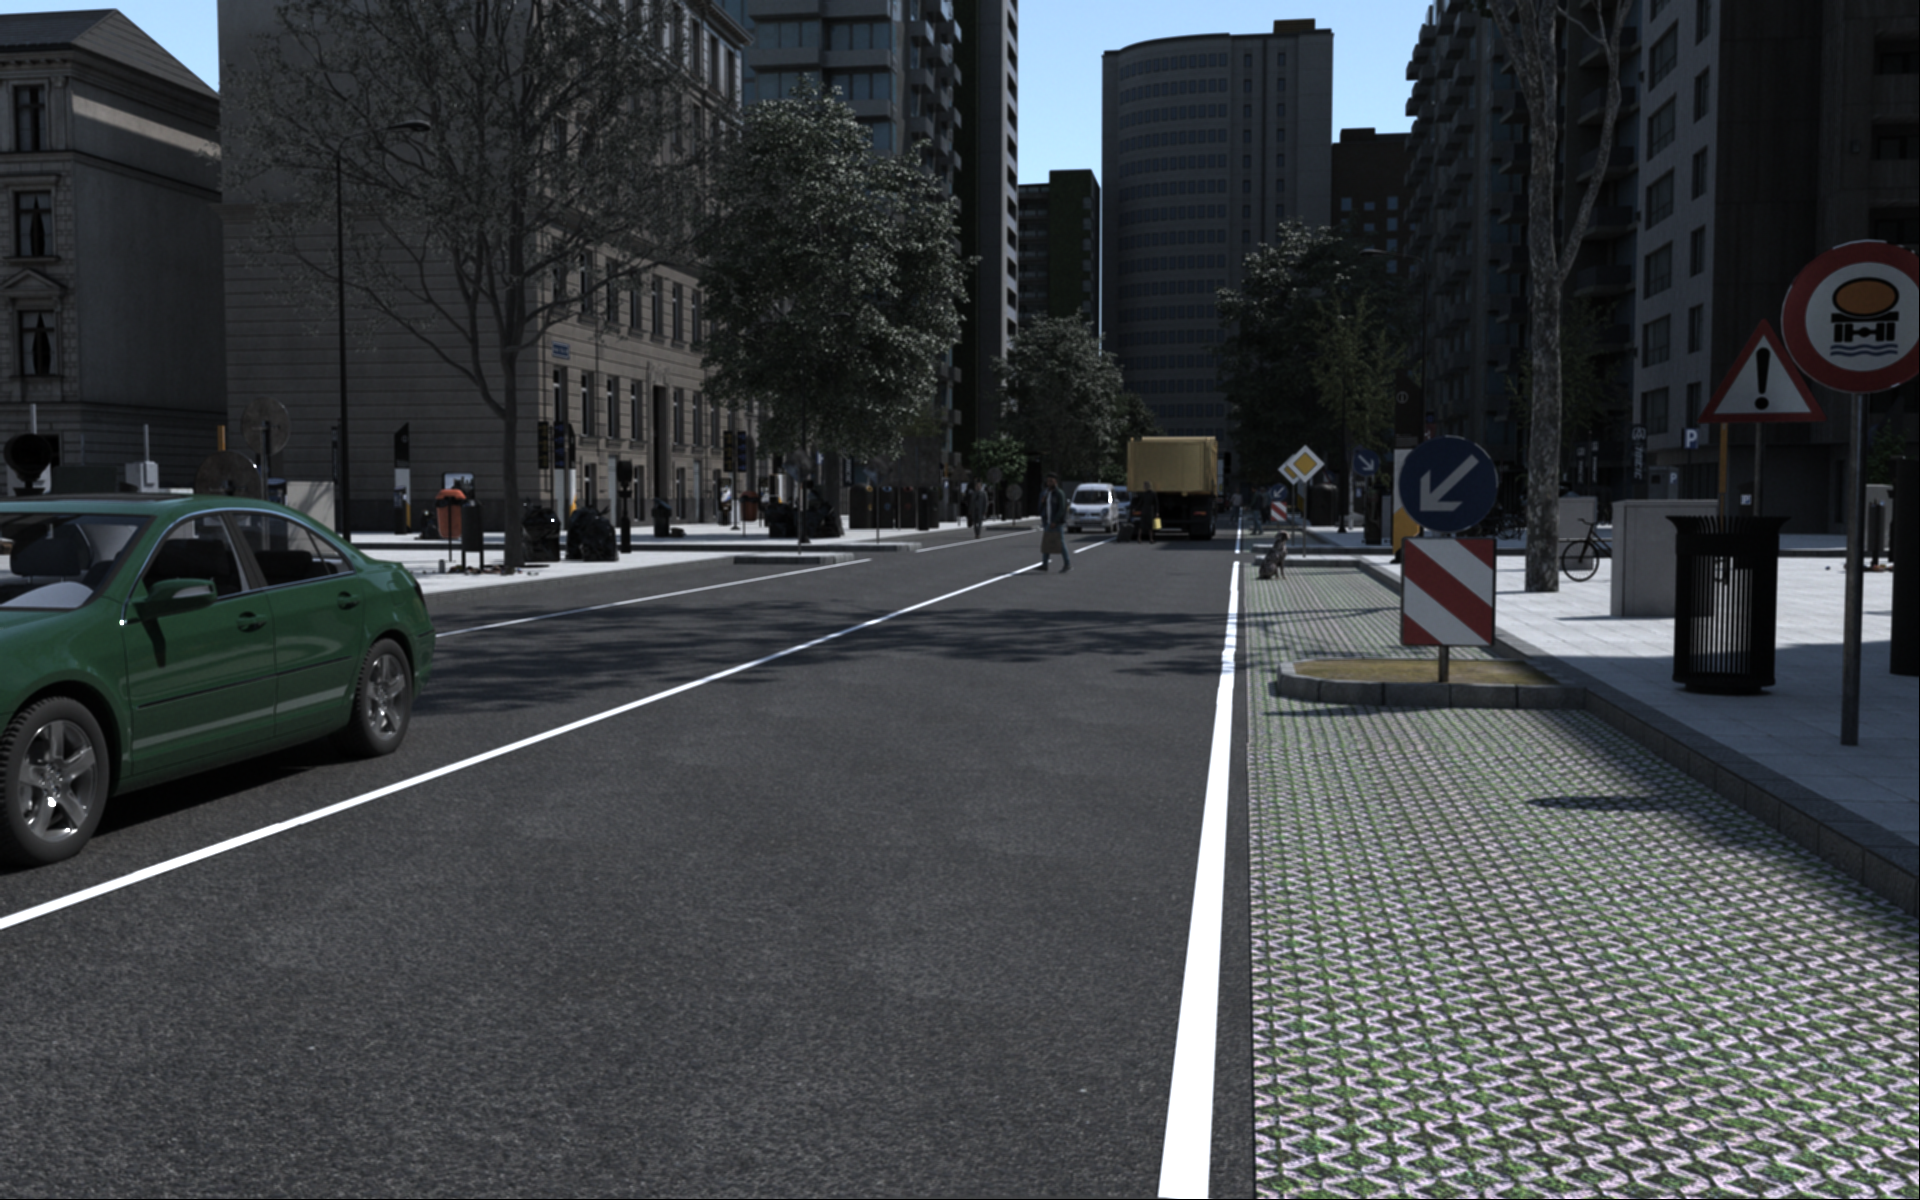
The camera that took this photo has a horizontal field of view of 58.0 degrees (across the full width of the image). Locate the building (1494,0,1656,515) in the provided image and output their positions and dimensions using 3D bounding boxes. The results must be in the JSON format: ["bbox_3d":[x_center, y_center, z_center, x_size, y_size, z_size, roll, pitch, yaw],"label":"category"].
[{"bbox_3d":[42.819,-27.118,98.010,22.147,44.769,28.867,1,4,9],"label":"building"}]

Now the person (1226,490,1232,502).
[{"bbox_3d":[27.656,-10.404,178.591,1.348,1.826,0.705,-1,4,-18],"label":"person"}]

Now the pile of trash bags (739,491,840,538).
[{"bbox_3d":[-5.193,-2.553,51.488,3.447,1.369,1.912,2,4,33],"label":"pile of trash bags"}]

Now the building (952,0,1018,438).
[{"bbox_3d":[-8.576,-38.805,176.454,28.212,58.520,21.231,1,4,9],"label":"building"}]

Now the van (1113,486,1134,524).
[{"bbox_3d":[7.573,-4.677,83.484,2.013,2.044,4.112,1,4,8],"label":"van"}]

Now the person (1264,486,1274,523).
[{"bbox_3d":[15.055,-4.656,84.647,0.620,1.820,0.660,-2,4,-34],"label":"person"}]

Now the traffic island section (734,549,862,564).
[{"bbox_3d":[-3.422,-0.884,36.731,2.009,0.180,2.903,1,4,9],"label":"traffic island section"}]

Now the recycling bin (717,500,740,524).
[{"bbox_3d":[-9.866,-3.748,73.838,0.722,1.027,0.722,2,4,29],"label":"recycling bin"}]

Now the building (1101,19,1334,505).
[{"bbox_3d":[32.338,-41.502,220.559,28.212,58.520,21.231,1,4,9],"label":"building"}]

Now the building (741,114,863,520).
[{"bbox_3d":[-14.315,-15.458,94.541,13.314,21.916,24.055,1,4,9],"label":"building"}]

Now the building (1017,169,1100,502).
[{"bbox_3d":[10.455,-32.897,221.459,14.086,41.232,14.154,1,4,9],"label":"building"}]

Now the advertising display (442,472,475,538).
[{"bbox_3d":[-14.747,-2.798,50.953,0.974,1.923,0.123,-3,5,-41],"label":"advertising display"}]

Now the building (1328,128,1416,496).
[{"bbox_3d":[52.769,-34.519,214.496,14.200,45.320,14.600,1,4,9],"label":"building"}]

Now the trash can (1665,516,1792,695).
[{"bbox_3d":[4.961,0.026,11.226,0.748,1.137,0.748,0,3,0],"label":"trash can"}]

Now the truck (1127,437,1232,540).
[{"bbox_3d":[7.157,-3.751,57.259,3.469,3.379,9.791,1,4,10],"label":"truck"}]

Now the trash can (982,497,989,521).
[{"bbox_3d":[1.023,-4.339,82.600,0.748,1.137,0.748,0,3,0],"label":"trash can"}]

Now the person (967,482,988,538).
[{"bbox_3d":[0.555,-2.896,55.953,0.694,1.812,0.767,1,4,22],"label":"person"}]

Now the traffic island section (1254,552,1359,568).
[{"bbox_3d":[6.982,-0.780,35.036,2.009,0.180,2.903,1,4,9],"label":"traffic island section"}]

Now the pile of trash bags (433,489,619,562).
[{"bbox_3d":[-8.302,-1.435,33.210,3.447,1.369,1.912,-1,4,-11],"label":"pile of trash bags"}]

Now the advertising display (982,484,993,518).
[{"bbox_3d":[1.452,-5.346,92.628,0.974,1.923,0.123,3,4,37],"label":"advertising display"}]

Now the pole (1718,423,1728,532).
[{"bbox_3d":[18.012,-2.878,40.897,0.158,3.312,0.155,0,3,0],"label":"pole"}]

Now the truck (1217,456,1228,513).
[{"bbox_3d":[19.249,-8.857,133.722,2.839,4.237,11.283,1,4,9],"label":"truck"}]

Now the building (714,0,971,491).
[{"bbox_3d":[-12.166,-31.663,137.297,23.786,49.044,30.456,1,4,9],"label":"building"}]

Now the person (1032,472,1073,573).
[{"bbox_3d":[1.704,-1.396,31.311,0.713,1.824,0.794,-1,4,-11],"label":"person"}]

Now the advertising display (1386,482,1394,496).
[{"bbox_3d":[23.936,-5.524,95.527,0.974,1.923,0.123,-2,4,-25],"label":"advertising display"}]

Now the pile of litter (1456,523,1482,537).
[{"bbox_3d":[8.625,-0.993,30.194,1.176,0.858,1.719,1,4,16],"label":"pile of litter"}]

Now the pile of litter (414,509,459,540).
[{"bbox_3d":[-14.788,-2.138,48.916,1.176,0.858,1.719,-2,4,-25],"label":"pile of litter"}]

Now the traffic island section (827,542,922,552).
[{"bbox_3d":[-2.137,-1.366,44.612,2.009,0.180,2.903,1,4,9],"label":"traffic island section"}]

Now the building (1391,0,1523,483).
[{"bbox_3d":[53.478,-33.147,161.567,23.786,49.044,30.456,1,4,9],"label":"building"}]

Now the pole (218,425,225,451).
[{"bbox_3d":[-21.956,-3.530,51.552,0.158,3.312,0.155,0,3,0],"label":"pole"}]

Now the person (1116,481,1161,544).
[{"bbox_3d":[5.247,-2.555,50.489,0.699,1.804,1.509,-2,4,-28],"label":"person"}]

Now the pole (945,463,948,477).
[{"bbox_3d":[-0.905,-7.323,113.582,0.158,3.312,0.155,0,3,0],"label":"pole"}]

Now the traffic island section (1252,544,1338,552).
[{"bbox_3d":[8.267,-1.262,42.917,2.009,0.180,2.903,1,4,9],"label":"traffic island section"}]

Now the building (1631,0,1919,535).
[{"bbox_3d":[31.278,-17.473,57.385,14.107,30.474,14.160,1,4,9],"label":"building"}]

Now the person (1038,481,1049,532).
[{"bbox_3d":[2.437,-2.374,47.497,0.721,1.800,0.419,-2,4,-35],"label":"person"}]

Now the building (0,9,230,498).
[{"bbox_3d":[-38.474,-12.283,65.458,19.286,19.102,10.561,1,4,9],"label":"building"}]

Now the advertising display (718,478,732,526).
[{"bbox_3d":[-9.495,-3.959,69.943,0.123,1.923,0.974,1,4,20],"label":"advertising display"}]

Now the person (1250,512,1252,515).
[{"bbox_3d":[19.348,-6.185,113.873,0.306,1.304,0.590,-3,5,-42],"label":"person"}]

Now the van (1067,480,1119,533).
[{"bbox_3d":[4.969,-3.519,64.540,2.013,2.044,4.112,1,4,10],"label":"van"}]

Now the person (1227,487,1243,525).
[{"bbox_3d":[12.588,-4.310,79.635,0.731,1.740,0.598,-2,4,-24],"label":"person"}]

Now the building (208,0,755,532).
[{"bbox_3d":[-17.633,-16.685,70.058,12.463,27.353,25.104,1,4,9],"label":"building"}]

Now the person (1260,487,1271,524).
[{"bbox_3d":[14.484,-4.529,83.031,0.515,1.767,0.782,-3,5,-43],"label":"person"}]

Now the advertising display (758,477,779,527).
[{"bbox_3d":[-7.436,-3.796,67.279,0.123,1.923,0.974,3,5,42],"label":"advertising display"}]

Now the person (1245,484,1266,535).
[{"bbox_3d":[10.357,-3.169,60.664,0.721,1.781,0.623,1,4,12],"label":"person"}]

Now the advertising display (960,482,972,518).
[{"bbox_3d":[0.505,-5.396,93.443,0.974,1.923,0.123,0,4,-1],"label":"advertising display"}]
